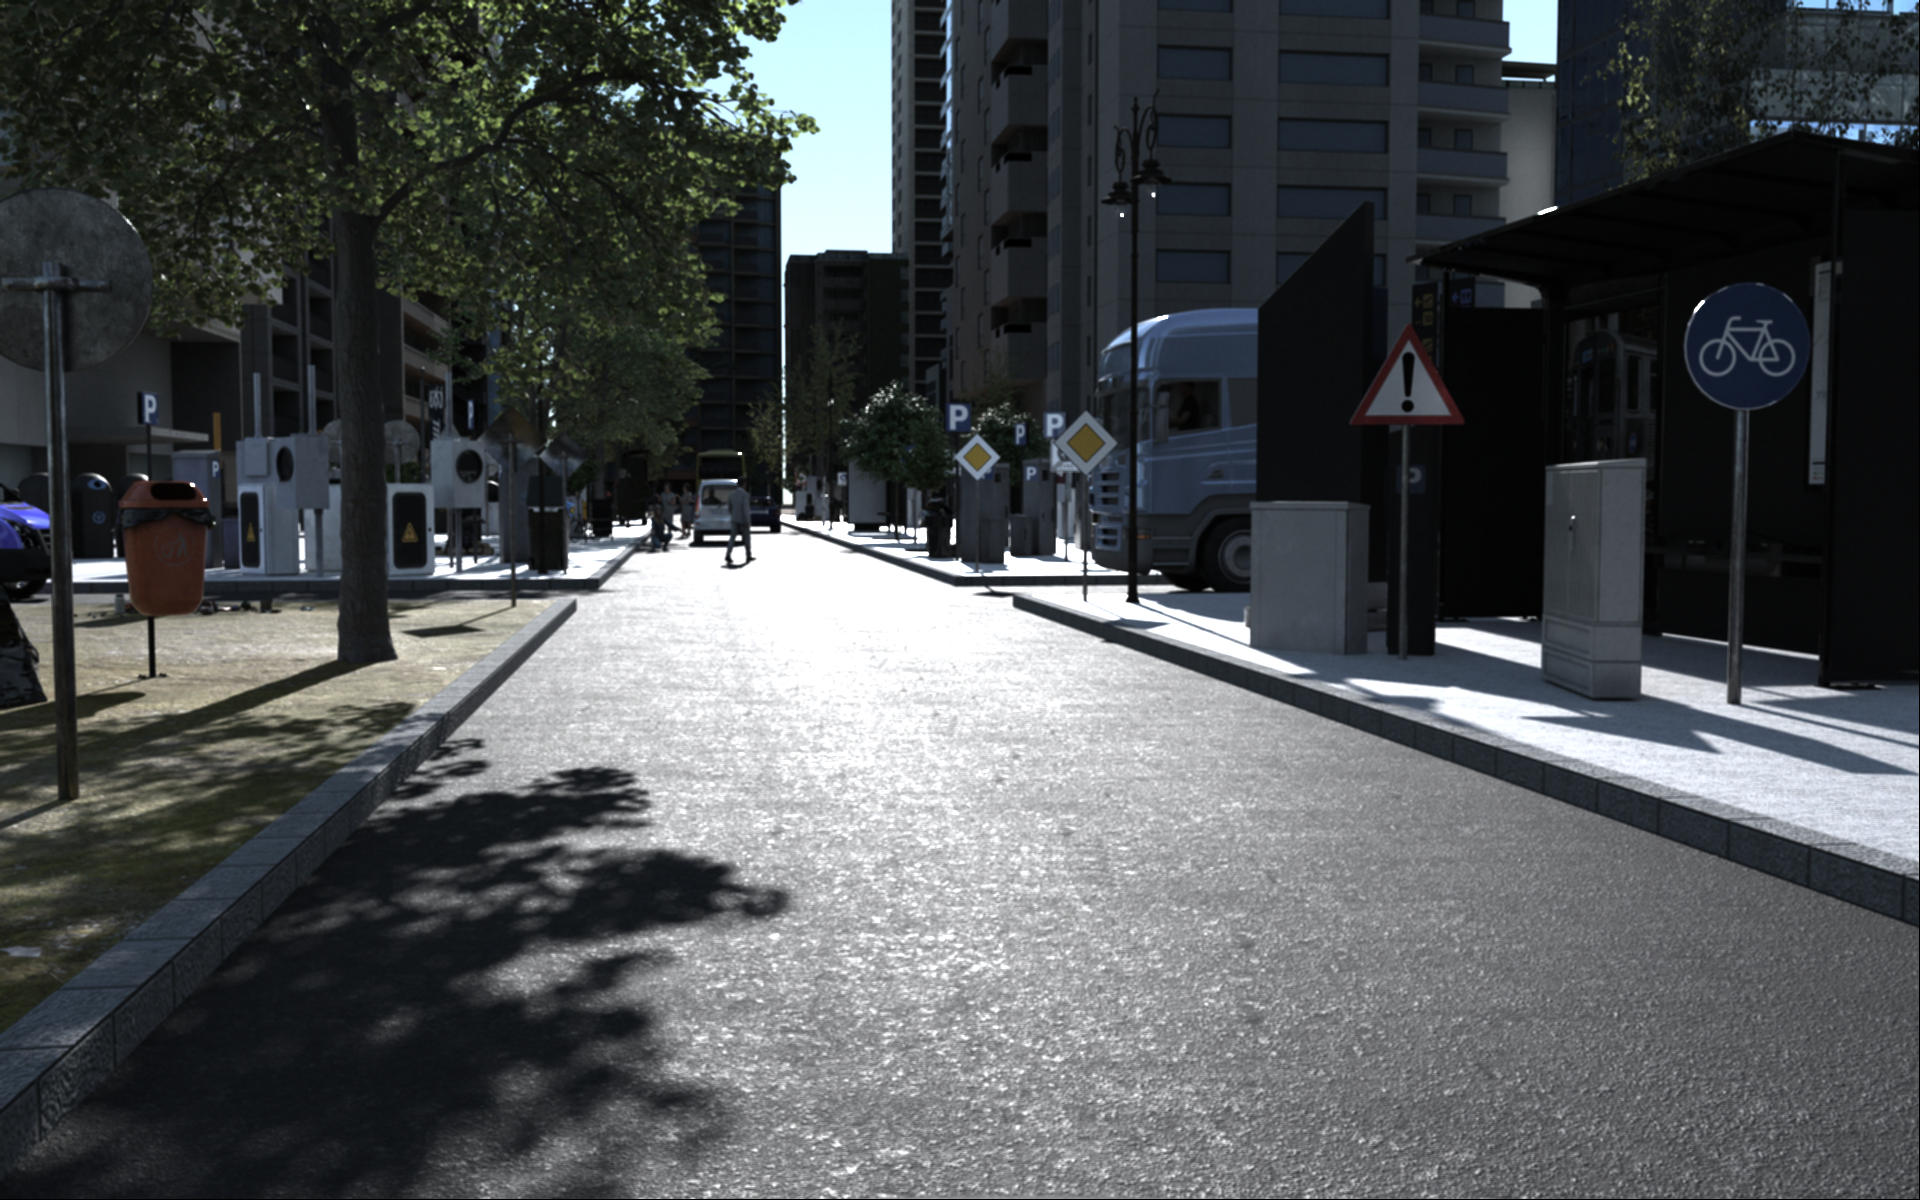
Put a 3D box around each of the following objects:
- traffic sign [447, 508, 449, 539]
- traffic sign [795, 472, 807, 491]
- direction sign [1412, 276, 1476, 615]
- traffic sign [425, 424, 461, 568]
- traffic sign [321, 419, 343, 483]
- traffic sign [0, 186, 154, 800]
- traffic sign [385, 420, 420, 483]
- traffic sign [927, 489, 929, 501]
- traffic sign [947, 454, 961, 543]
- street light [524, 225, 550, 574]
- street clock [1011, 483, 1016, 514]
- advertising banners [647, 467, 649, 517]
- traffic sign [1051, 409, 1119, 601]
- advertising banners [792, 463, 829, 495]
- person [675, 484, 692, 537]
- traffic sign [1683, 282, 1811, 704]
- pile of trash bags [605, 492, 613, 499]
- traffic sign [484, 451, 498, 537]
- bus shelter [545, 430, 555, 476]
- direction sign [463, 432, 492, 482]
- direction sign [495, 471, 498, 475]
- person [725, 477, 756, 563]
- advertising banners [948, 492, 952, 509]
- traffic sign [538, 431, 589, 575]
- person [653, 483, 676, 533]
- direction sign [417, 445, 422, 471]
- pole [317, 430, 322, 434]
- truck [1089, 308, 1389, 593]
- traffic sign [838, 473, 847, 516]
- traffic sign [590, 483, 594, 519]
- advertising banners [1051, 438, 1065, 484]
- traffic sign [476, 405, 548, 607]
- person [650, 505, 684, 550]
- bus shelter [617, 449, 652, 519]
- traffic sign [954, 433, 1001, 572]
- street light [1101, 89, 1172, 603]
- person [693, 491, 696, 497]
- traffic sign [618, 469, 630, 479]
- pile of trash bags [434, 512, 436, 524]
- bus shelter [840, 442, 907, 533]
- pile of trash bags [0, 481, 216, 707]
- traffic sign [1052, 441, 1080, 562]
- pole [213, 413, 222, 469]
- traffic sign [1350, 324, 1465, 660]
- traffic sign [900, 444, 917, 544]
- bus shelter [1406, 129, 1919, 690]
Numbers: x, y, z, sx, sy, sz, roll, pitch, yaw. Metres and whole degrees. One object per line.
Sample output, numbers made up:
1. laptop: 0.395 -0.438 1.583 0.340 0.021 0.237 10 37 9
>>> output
1. traffic sign: -13.897 -2.870 47.027 0.768 2.556 0.104 0 4 -1
2. traffic sign: -8.760 -5.855 95.827 0.768 2.556 0.104 -1 4 -8
3. direction sign: 5.129 -1.620 18.488 0.379 3.537 0.876 -2 4 -30
4. traffic sign: -8.842 -1.838 30.060 0.884 2.594 0.081 0 4 1
5. traffic sign: -10.409 -1.781 29.228 0.768 2.556 0.104 0 4 -3
6. traffic sign: -3.753 -0.435 7.213 0.768 2.556 0.104 0 4 -8
7. traffic sign: -9.646 -1.811 29.720 0.768 2.556 0.104 0 4 -3
8. traffic sign: -1.159 -3.680 62.291 0.606 2.300 0.079 0 4 -3
9. traffic sign: -0.087 -2.331 40.241 0.606 2.300 0.079 0 4 -6
10. street light: -6.705 -3.356 27.663 0.468 5.910 1.993 -1 4 -9
11. street clock: 3.016 -5.708 97.890 0.358 2.002 0.471 0 4 6
12. advertising banners: -17.835 -6.283 98.909 0.090 3.025 2.074 -1 4 -11
13. traffic sign: 1.493 -1.040 20.644 0.795 2.450 0.064 -1 4 -9
14. advertising banners: -8.483 -6.230 98.048 2.074 3.025 0.090 0 4 2
15. person: -9.183 -2.970 57.418 0.532 1.782 0.716 -2 4 -34
16. traffic sign: 4.737 -0.637 10.522 0.768 2.556 0.104 0 4 -1
17. pile of trash bags: -18.469 -4.530 83.825 3.447 1.369 1.912 1 4 10
18. traffic sign: -14.115 -3.153 51.651 0.768 2.556 0.104 0 4 1
19. bus shelter: -16.252 -4.557 65.788 1.731 3.624 6.357 -1 4 -9
20. direction sign: -17.754 -4.378 63.585 0.876 3.537 0.379 -1 4 -16
21. direction sign: -19.464 -4.889 71.937 0.876 3.537 0.379 -1 4 -16
22. person: -4.626 -1.684 36.313 0.678 1.792 0.850 2 4 31
23. advertising banners: 0.185 -6.362 100.211 2.074 3.025 0.090 2 4 29
24. traffic sign: -6.290 -1.462 27.552 0.795 2.450 0.064 -1 4 -9
25. person: -9.151 -2.728 53.458 0.716 1.782 0.532 1 4 13
26. direction sign: -25.075 -5.411 80.461 0.379 3.537 0.876 -2 4 -30
27. pole: -20.295 -3.744 55.055 0.158 3.312 0.155 0 3 0
28. truck: 10.610 -2.201 25.738 18.799 4.110 2.967 -1 4 -10
29. traffic sign: -5.468 -4.868 81.727 0.606 2.300 0.079 0 4 -2
30. traffic sign: -15.712 -4.378 73.708 0.606 2.300 0.079 0 4 -6
31. advertising banners: 3.297 -3.016 45.501 2.074 3.025 0.090 -1 4 -18
32. traffic sign: -5.078 -0.980 19.659 0.795 2.450 0.064 -1 4 -9
33. person: -7.499 -1.833 43.973 1.012 1.151 0.738 -2 4 -33
34. bus shelter: -17.006 -6.097 90.975 1.731 3.624 6.357 -1 4 -9
35. traffic sign: 0.281 -1.523 28.537 0.795 2.450 0.064 -1 4 -9
36. street light: 2.043 -2.907 20.324 0.468 5.910 1.993 -1 4 -9
37. person: -24.100 -9.104 158.019 0.621 1.740 0.551 3 5 40
38. traffic sign: -16.999 -5.331 87.273 0.768 2.556 0.104 0 4 -6
39. pile of trash bags: -12.856 -1.806 39.280 1.912 1.369 3.447 -2 4 -26
40. bus shelter: -2.844 -3.956 58.610 2.014 3.302 5.546 -1 4 -9
41. pile of trash bags: -6.422 -0.069 10.885 1.912 1.369 3.447 3 5 42
42. traffic sign: 2.004 -1.862 32.578 0.606 2.300 0.079 0 4 0
43. pole: -18.594 -3.032 43.419 0.158 3.312 0.155 0 3 0
44. traffic sign: 3.427 -0.815 13.334 0.884 2.594 0.081 0 4 -1
45. traffic sign: -1.148 -2.709 44.405 0.768 2.556 0.104 0 4 -1
46. bus shelter: 5.748 -1.415 14.414 1.731 3.624 6.357 -1 4 -9
